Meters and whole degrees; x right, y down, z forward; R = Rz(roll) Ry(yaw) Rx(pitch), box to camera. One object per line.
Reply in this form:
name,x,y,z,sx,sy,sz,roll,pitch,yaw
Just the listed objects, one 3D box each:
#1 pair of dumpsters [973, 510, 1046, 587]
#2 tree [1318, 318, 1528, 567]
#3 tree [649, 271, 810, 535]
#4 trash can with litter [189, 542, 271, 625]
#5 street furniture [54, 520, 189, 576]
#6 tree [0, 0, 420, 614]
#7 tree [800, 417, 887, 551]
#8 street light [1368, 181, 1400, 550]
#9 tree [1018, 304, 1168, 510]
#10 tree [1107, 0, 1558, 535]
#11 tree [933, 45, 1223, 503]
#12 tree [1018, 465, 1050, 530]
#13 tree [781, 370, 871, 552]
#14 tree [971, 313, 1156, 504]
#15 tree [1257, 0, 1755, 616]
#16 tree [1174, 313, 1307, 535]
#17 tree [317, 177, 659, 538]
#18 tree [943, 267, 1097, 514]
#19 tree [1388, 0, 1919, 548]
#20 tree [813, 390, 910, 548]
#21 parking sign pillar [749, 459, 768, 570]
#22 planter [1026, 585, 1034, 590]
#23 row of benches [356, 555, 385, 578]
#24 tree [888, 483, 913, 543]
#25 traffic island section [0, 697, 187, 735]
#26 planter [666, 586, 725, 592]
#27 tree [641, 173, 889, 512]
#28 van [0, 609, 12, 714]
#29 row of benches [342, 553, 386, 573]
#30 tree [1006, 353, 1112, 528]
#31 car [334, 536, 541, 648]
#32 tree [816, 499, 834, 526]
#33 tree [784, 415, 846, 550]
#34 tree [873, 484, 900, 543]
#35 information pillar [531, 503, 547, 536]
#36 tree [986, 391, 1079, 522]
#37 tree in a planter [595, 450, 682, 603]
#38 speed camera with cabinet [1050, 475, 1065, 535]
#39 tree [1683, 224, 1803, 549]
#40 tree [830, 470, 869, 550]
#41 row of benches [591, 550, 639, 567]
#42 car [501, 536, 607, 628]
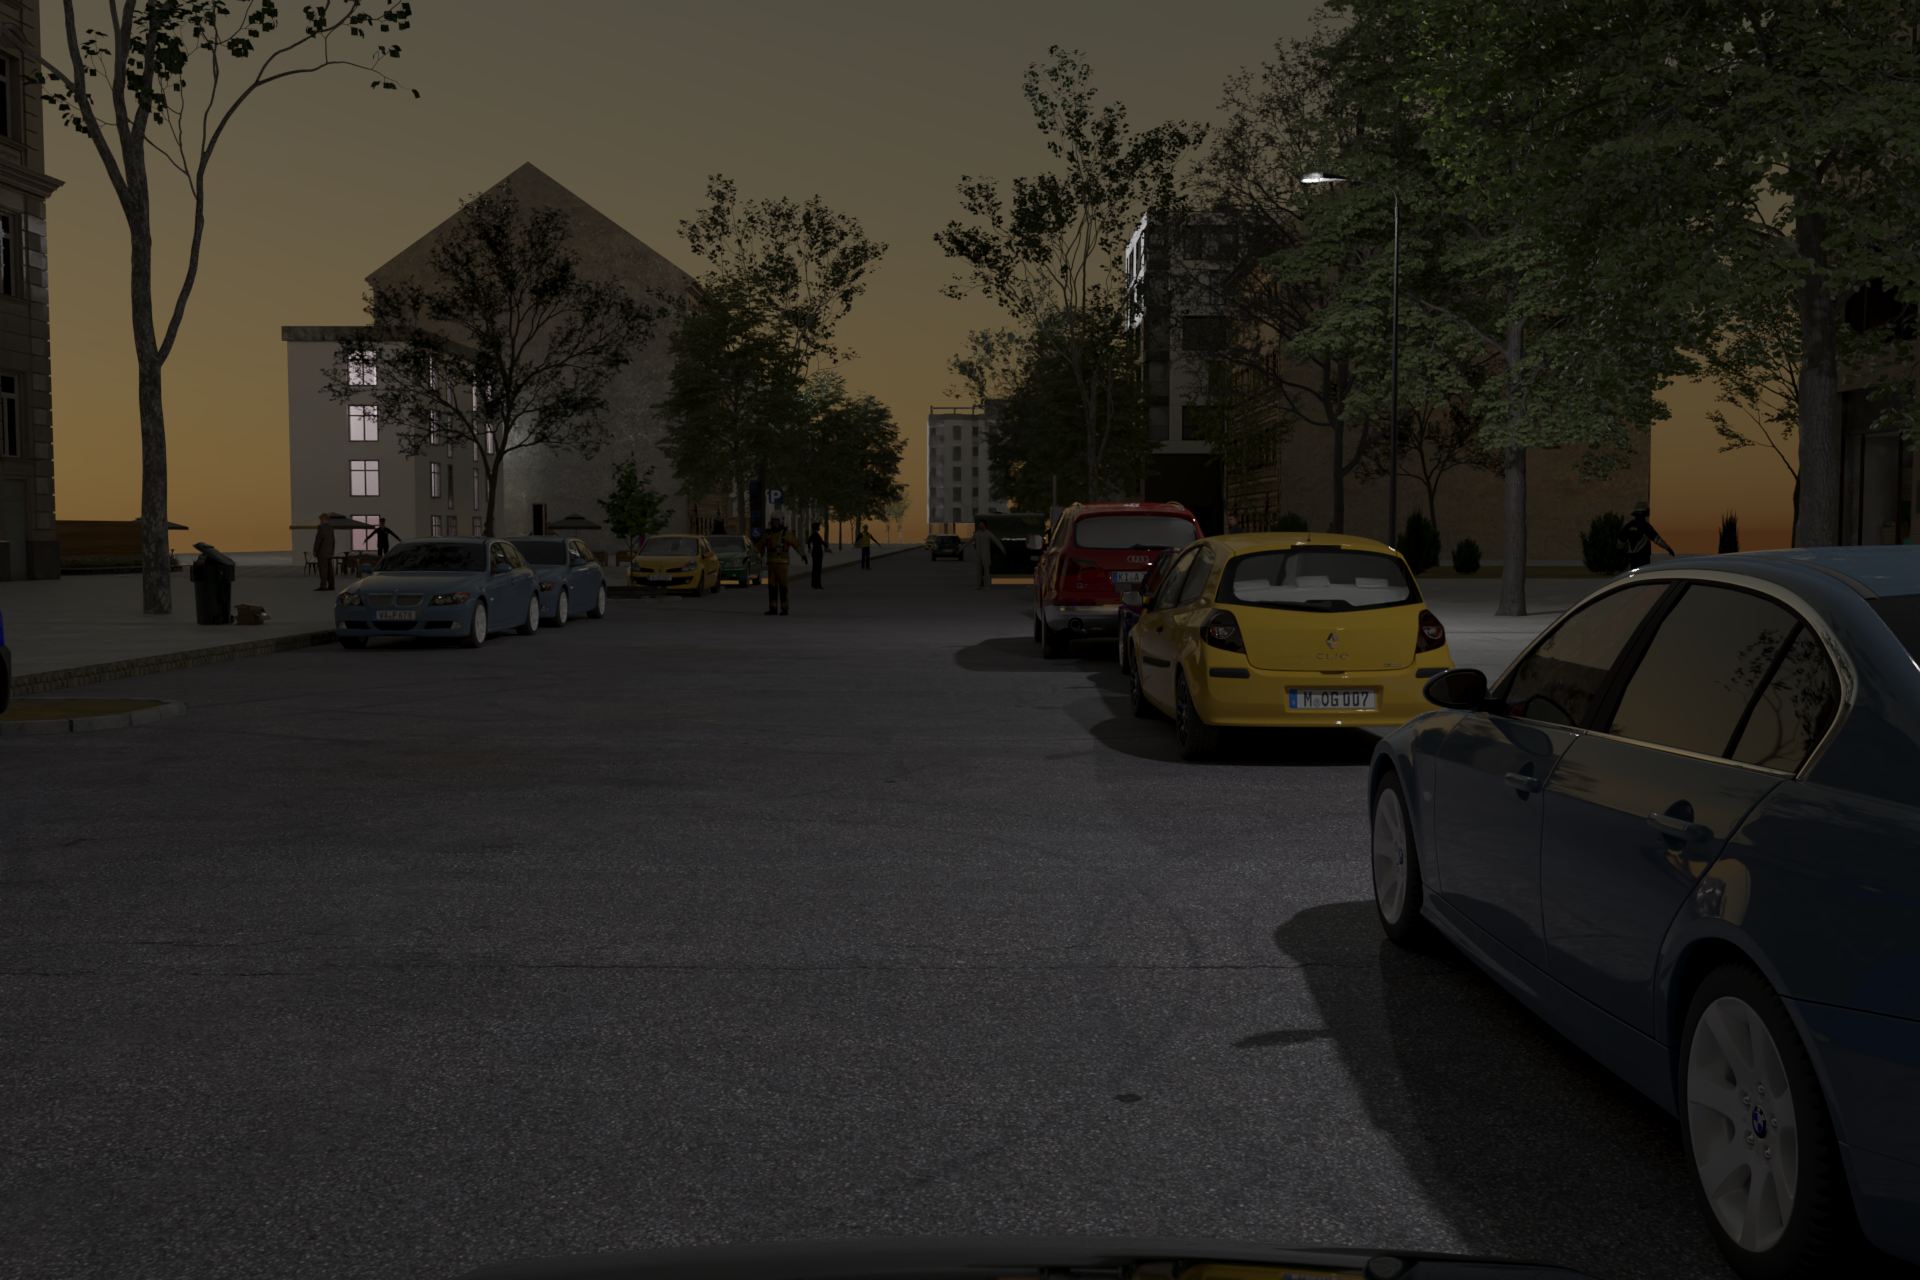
pair of dumpsters,2.572,-2.597,47.409,4.436,2.255,1.574,0,4,-1
tree,18.540,-8.159,67.812,8.767,10.594,7.601,-1,4,-19
tree,-9.872,-9.617,75.364,7.486,12.596,7.792,0,3,0
trash can with litter,-10.344,-0.807,24.583,1.055,1.170,0.624,0,4,0
street furniture,-29.779,-2.992,55.768,11.010,1.723,9.812,0,4,5
tree,-13.407,-10.401,25.940,12.611,20.169,13.585,0,3,0
tree,-9.421,-12.158,133.202,8.767,10.594,7.601,2,4,27
street light,6.154,-3.047,22.356,1.470,5.913,1.316,0,4,0
tree,6.565,-10.224,85.289,7.486,12.596,7.792,0,3,0
tree,8.541,-7.825,38.316,12.009,13.543,11.850,0,3,0
tree,4.193,-13.105,70.159,12.611,20.169,13.585,0,3,0
tree,6.587,-12.514,154.966,4.737,8.622,4.395,0,3,0
tree,-9.673,-12.369,120.352,7.486,12.596,7.792,0,3,0
tree,5.770,-11.371,96.286,12.009,13.543,11.850,0,3,0
tree,8.636,-6.675,27.271,7.486,12.596,7.792,0,3,0
tree,9.175,-6.586,58.039,4.737,8.622,4.395,0,3,0
tree,-12.555,-6.820,45.916,8.767,10.594,7.601,-2,4,-27
tree,4.981,-16.511,125.849,12.611,20.169,13.585,0,3,0
tree,7.507,-5.976,15.839,7.486,12.596,7.792,0,3,0
tree,-9.132,-15.189,154.995,9.857,13.997,8.962,0,3,0
parking sign pillar,-7.187,-4.472,61.589,1.447,3.967,1.447,0,4,-1
planter,2.714,-1.454,44.905,1.991,0.319,1.994,0,3,0
row of benches,-15.773,-2.205,51.521,4.104,0.672,1.422,-2,4,-26
tree,-8.742,-18.204,247.989,4.737,8.622,4.395,0,3,0
traffic island section,-7.158,0.583,13.332,1.991,0.108,1.994,0,4,1
planter,-7.032,-1.395,43.955,1.991,0.319,1.994,0,4,1
tree,-10.473,-14.425,91.738,12.611,20.169,13.585,0,3,0
van,-6.967,-0.268,8.766,2.240,2.365,5.245,0,3,0
row of benches,-18.400,-2.550,57.161,4.104,0.672,1.422,1,4,14
tree,6.154,-11.656,108.707,7.486,12.596,7.792,0,3,0
car,-6.879,-0.687,23.243,2.014,1.417,4.499,0,3,0
tree,-21.575,-20.595,243.375,9.857,13.997,8.962,0,3,0
tree,-9.681,-9.502,105.724,4.360,8.622,3.978,0,3,0
tree,-9.730,-17.818,241.686,4.360,8.622,3.978,0,3,0
information pillar,-9.913,-2.225,40.873,0.304,2.012,0.304,0,4,-1
tree,6.475,-14.669,146.499,9.857,13.997,8.962,0,3,0
tree in a planter,-7.003,-2.424,36.847,1.991,3.239,1.994,0,4,0
speed camera with cabinet,3.388,-3.866,57.552,0.660,3.252,2.038,0,4,-1
tree,26.701,-7.890,54.763,9.928,11.665,9.643,0,3,0
tree,-8.820,-11.803,143.343,4.360,8.622,3.978,0,3,0
row of benches,-14.453,-3.257,68.710,4.104,0.672,1.422,0,4,-4
car,-6.928,-0.983,28.070,2.014,1.417,4.499,0,4,1
